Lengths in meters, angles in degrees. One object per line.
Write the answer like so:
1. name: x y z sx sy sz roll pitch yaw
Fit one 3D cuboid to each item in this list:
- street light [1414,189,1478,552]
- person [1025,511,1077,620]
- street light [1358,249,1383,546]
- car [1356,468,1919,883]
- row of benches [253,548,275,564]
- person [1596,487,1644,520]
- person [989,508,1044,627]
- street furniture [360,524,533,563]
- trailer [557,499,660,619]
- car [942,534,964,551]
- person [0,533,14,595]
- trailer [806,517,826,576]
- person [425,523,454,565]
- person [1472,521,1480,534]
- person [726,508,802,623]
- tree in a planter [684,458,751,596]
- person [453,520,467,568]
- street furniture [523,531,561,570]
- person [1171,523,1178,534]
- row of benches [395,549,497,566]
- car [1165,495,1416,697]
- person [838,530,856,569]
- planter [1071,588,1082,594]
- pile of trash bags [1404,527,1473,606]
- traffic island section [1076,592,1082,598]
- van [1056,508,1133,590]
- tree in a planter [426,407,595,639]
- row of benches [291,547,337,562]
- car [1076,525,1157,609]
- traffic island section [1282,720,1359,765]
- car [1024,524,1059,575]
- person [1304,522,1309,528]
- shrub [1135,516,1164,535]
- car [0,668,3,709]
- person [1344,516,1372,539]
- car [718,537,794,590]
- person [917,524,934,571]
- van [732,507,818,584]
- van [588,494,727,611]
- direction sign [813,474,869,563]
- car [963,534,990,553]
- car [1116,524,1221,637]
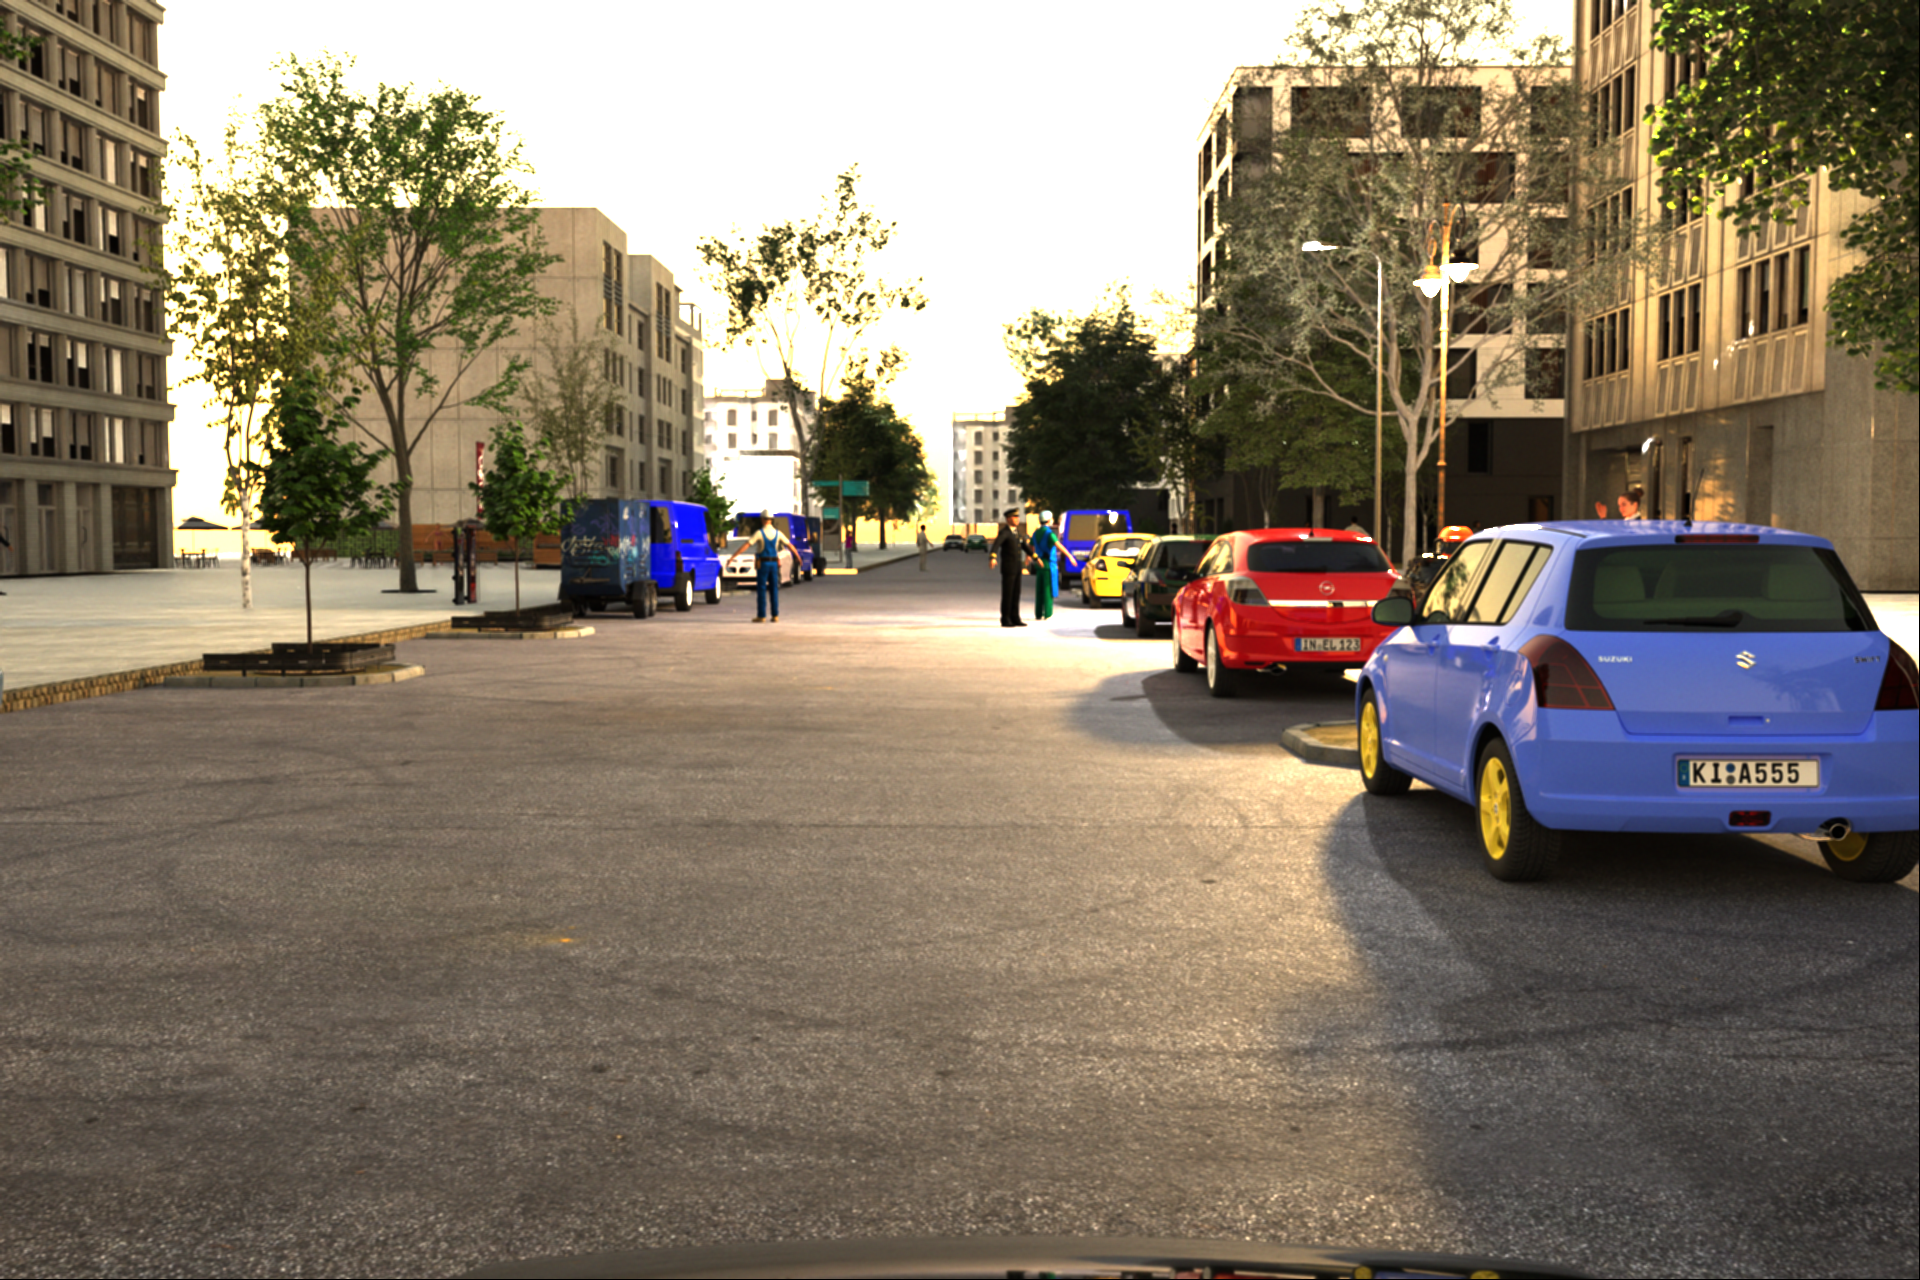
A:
1. street light: 6.609 -3.115 23.722 0.468 5.910 1.993 0 4 1
2. person: 1.449 -1.239 28.842 0.704 1.817 1.347 -2 4 -34
3. street light: 7.215 -3.367 27.594 1.470 5.913 1.316 0 4 1
4. car: 3.060 0.071 8.428 1.945 1.707 3.694 0 4 1
5. row of benches: -30.821 -3.741 76.621 1.422 0.672 4.104 -2 4 -25
6. person: 6.268 -0.598 16.616 0.445 1.727 0.742 -2 4 -25
7. person: 0.819 -1.123 26.753 0.705 1.837 1.347 3 4 37
8. street furniture: -22.023 -4.514 80.651 11.010 1.723 9.812 -1 4 -20
9. trailer: -6.017 -1.339 28.948 1.471 1.999 3.904 0 4 1
10. car: -0.527 -8.379 146.777 2.009 1.686 4.222 0 4 1
11. person: -20.217 -1.846 36.226 0.704 1.823 1.345 0 4 -5
12. trailer: -5.376 -3.139 58.374 1.471 1.999 3.904 0 4 1
13. person: -21.568 -3.970 71.712 1.217 1.733 0.721 -3 5 -39
14. person: 17.990 -3.260 60.053 0.721 1.744 1.215 2 4 33
15. person: -3.146 -1.213 28.151 1.347 1.847 0.705 -2 4 -31
16. tree in a planter: -6.003 -2.668 40.840 1.991 3.239 1.994 0 4 2
17. person: -18.896 -3.635 65.553 0.705 1.813 1.348 -3 5 -39
18. street furniture: -12.315 -3.667 66.814 9.812 1.723 11.010 -1 4 -15
19. person: 10.729 -4.953 87.119 0.704 1.843 1.345 1 4 23
20. row of benches: -20.835 -3.335 69.985 4.104 0.672 1.422 -1 4 -18
21. car: 3.109 -0.468 16.689 2.155 1.783 4.494 0 4 1
22. person: -4.154 -3.350 64.035 0.599 1.433 0.991 3 4 37
23. planter: 3.699 -1.281 42.090 1.991 0.319 1.994 0 4 2
24. pile of trash bags: 6.254 -0.669 20.697 1.912 1.369 3.447 0 4 1
25. traffic island section: 3.663 -1.014 39.437 1.991 0.108 1.994 0 4 1
26. van: 3.526 -2.552 46.108 2.240 2.365 5.245 0 4 1
27. tree in a planter: -6.284 -1.668 24.496 1.991 3.239 1.994 0 4 1
28. row of benches: -30.298 -4.030 81.348 1.422 0.672 4.104 0 4 1
29. car: 3.344 -1.489 34.572 2.015 1.641 3.980 0 4 1
30. traffic island section: 3.206 0.693 11.538 1.991 0.108 1.994 0 4 0
31. car: 3.469 -3.292 62.504 2.281 1.827 5.304 0 4 1
32. person: 14.868 -4.158 74.210 0.704 1.802 1.346 3 5 41
33. shrub: 8.424 -4.511 77.802 1.661 2.075 1.752 0 3 0
34. car: -6.459 0.232 8.207 2.014 1.417 4.499 0 4 1
35. person: 11.816 -2.802 51.972 1.344 1.810 0.704 0 4 4
36. car: -5.490 -2.034 45.610 2.083 1.381 4.827 0 4 1
37. person: -1.398 -3.563 66.898 0.705 1.806 1.347 -2 4 -26
38. van: -5.489 -2.873 51.352 2.240 2.365 5.245 0 4 1
39. van: -5.897 -1.795 33.733 2.240 2.365 5.245 0 4 1
40. direction sign: -5.336 -5.469 78.173 2.525 3.948 1.411 0 4 0
41. car: 1.280 -7.568 135.531 2.131 1.459 4.920 0 4 1
42. car: 3.336 -0.958 25.448 2.009 1.686 4.222 0 4 1
